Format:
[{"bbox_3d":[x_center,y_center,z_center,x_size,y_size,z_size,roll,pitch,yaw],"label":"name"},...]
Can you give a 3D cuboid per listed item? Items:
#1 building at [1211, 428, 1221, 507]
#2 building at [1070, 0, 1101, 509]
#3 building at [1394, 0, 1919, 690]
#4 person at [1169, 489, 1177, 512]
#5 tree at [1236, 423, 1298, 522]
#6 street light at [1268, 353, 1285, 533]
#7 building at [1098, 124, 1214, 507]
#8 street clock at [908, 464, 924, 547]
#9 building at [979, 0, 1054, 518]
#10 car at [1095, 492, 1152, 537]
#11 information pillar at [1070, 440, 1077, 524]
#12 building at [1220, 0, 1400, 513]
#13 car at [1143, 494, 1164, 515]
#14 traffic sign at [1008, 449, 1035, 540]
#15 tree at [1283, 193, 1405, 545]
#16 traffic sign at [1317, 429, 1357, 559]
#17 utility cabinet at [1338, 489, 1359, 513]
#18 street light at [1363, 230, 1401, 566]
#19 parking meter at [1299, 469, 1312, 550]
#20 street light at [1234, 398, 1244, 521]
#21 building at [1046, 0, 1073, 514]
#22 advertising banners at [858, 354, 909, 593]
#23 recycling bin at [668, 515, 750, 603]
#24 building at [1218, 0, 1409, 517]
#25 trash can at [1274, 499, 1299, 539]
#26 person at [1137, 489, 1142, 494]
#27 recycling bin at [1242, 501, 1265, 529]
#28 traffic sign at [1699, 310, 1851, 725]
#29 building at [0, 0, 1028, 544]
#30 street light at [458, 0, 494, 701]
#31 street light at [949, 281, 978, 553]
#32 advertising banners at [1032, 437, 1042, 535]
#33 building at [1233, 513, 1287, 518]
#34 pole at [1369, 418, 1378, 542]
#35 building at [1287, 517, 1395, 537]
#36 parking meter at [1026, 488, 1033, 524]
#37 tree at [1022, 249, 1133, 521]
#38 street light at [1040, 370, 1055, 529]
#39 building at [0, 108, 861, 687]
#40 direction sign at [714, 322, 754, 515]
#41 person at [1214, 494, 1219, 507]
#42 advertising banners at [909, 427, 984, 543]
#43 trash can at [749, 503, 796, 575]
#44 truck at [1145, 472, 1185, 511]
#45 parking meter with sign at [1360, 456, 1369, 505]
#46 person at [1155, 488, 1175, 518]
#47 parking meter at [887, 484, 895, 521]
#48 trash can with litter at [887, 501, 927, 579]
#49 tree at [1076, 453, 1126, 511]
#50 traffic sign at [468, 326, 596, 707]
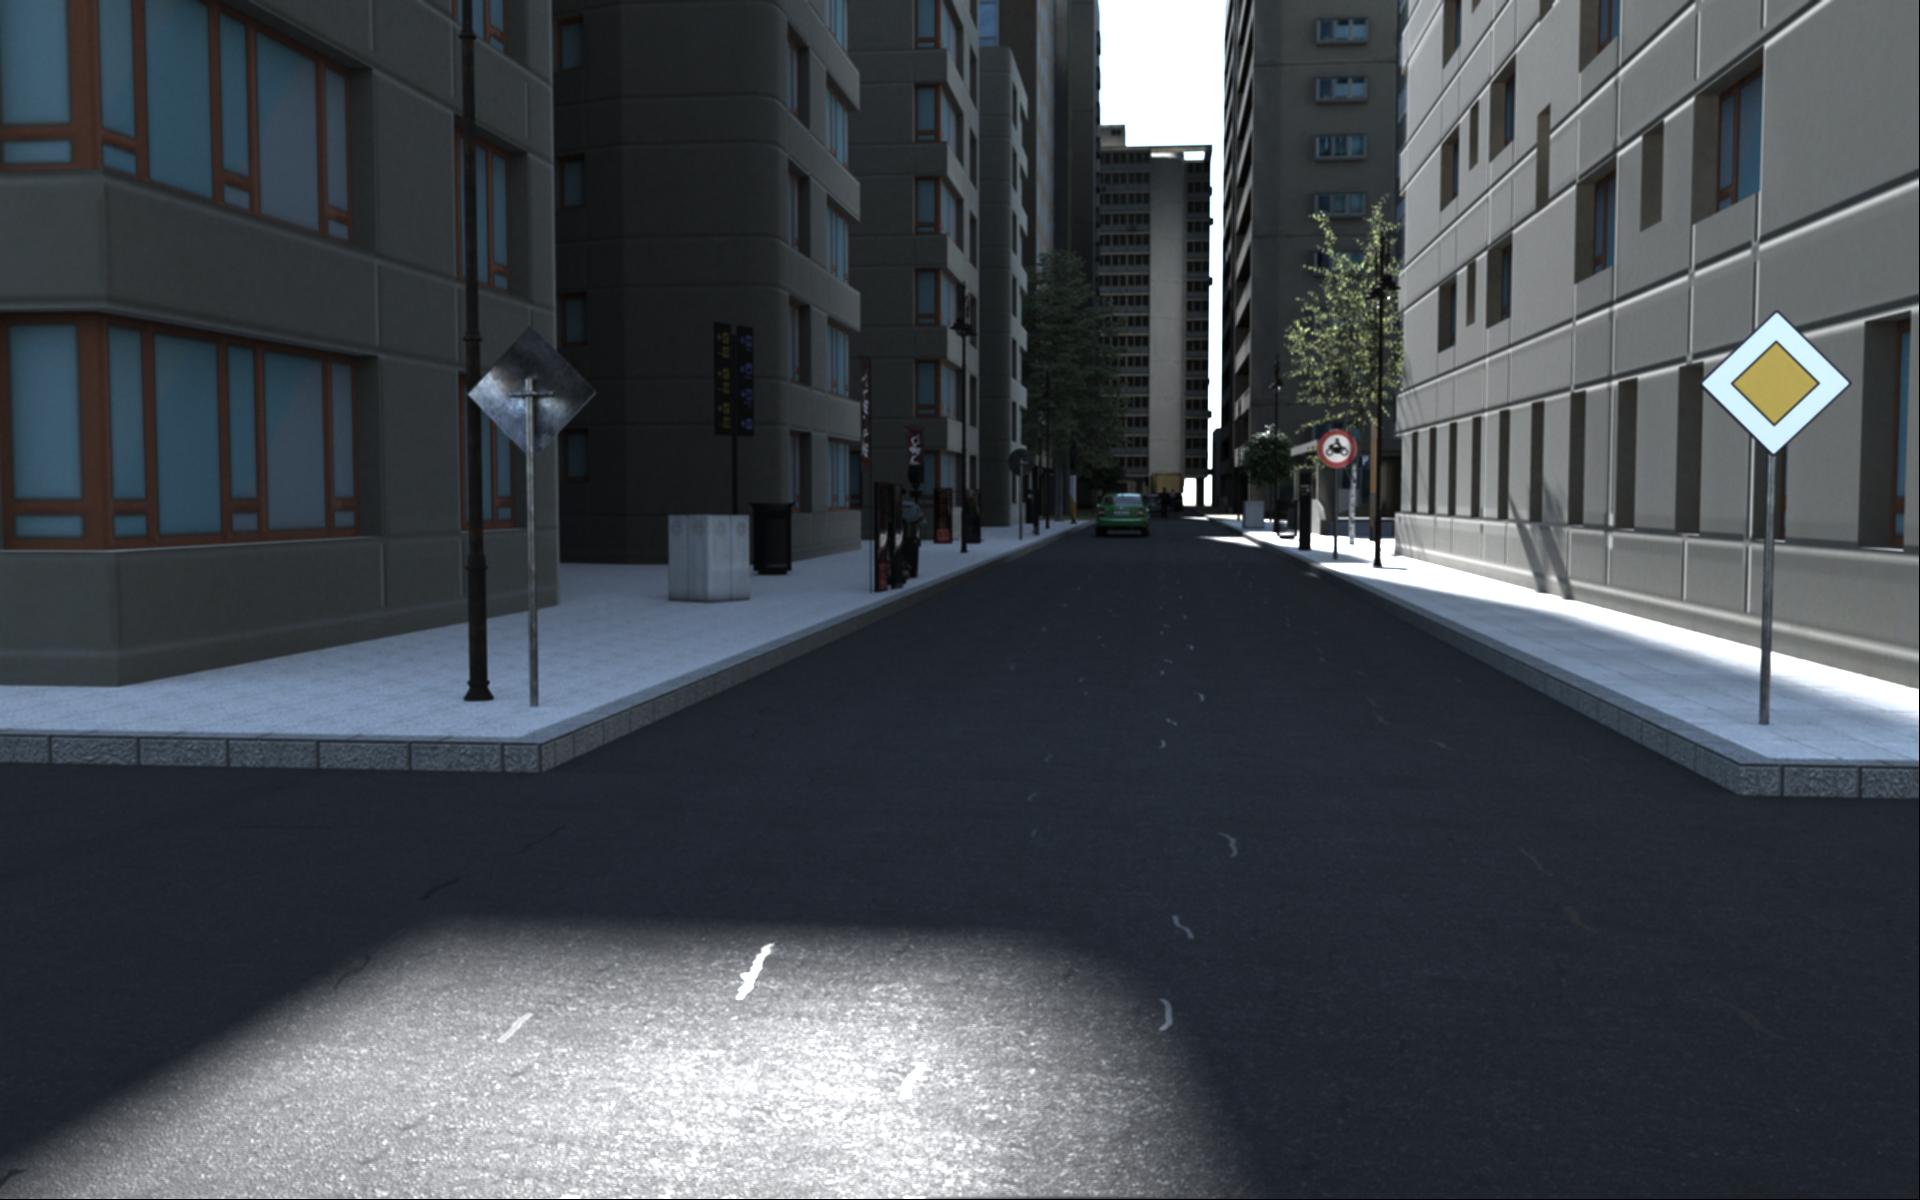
[{"bbox_3d":[41.499,-52.742,174.999,31.000,86.520,22.319,0,4,7],"label":"building"},{"bbox_3d":[1.166,-32.190,150.002,21.600,48.544,21.300,0,4,7],"label":"building"},{"bbox_3d":[21.981,-10.744,20.702,28.899,21.520,27.650,0,4,7],"label":"building"},{"bbox_3d":[16.988,-7.913,137.745,0.709,1.838,0.599,2,4,32],"label":"person"},{"bbox_3d":[14.098,-5.823,78.923,4.285,4.588,4.351,0,3,0],"label":"tree"},{"bbox_3d":[10.405,-5.151,57.003,0.468,5.910,1.993,0,4,7],"label":"street light"},{"bbox_3d":[14.779,-30.143,184.722,23.993,40.220,32.217,0,4,7],"label":"building"},{"bbox_3d":[-1.076,-2.303,42.224,0.358,2.002,0.471,1,4,21],"label":"street clock"},{"bbox_3d":[-2.303,-27.060,92.541,14.600,45.320,14.200,0,4,7],"label":"building"},{"bbox_3d":[5.632,-3.110,59.648,1.959,1.807,4.718,0,4,7],"label":"car"},{"bbox_3d":[4.921,-5.138,75.363,0.183,3.616,0.504,-1,4,-19],"label":"information pillar"},{"bbox_3d":[33.258,-31.947,146.033,21.300,48.544,21.600,0,4,7],"label":"building"},{"bbox_3d":[13.064,-6.456,117.561,2.014,1.417,4.499,0,4,8],"label":"car"},{"bbox_3d":[1.705,-2.963,48.543,0.768,2.556,0.104,1,4,16],"label":"traffic sign"},{"bbox_3d":[9.883,-5.689,43.376,4.360,8.622,3.978,0,3,0],"label":"tree"},{"bbox_3d":[7.379,-2.071,33.967,0.768,2.556,0.104,1,4,8],"label":"traffic sign"},{"bbox_3d":[16.223,-3.937,73.057,1.173,1.500,0.318,-1,4,-15],"label":"utility cabinet"},{"bbox_3d":[7.420,-3.536,30.604,0.468,5.910,1.993,0,4,7],"label":"street light"},{"bbox_3d":[7.872,-2.065,39.479,0.255,1.863,0.399,1,4,16],"label":"parking meter"},{"bbox_3d":[13.507,-6.789,83.795,0.468,5.910,1.993,0,4,7],"label":"street light"},{"bbox_3d":[-0.480,-25.876,106.665,14.154,41.232,14.086,0,4,7],"label":"building"},{"bbox_3d":[-1.030,-1.627,22.787,0.090,3.025,2.074,1,4,14],"label":"advertising banners"},{"bbox_3d":[-3.028,-0.510,20.895,0.722,1.027,0.722,3,4,36],"label":"recycling bin"},{"bbox_3d":[35.064,-26.379,123.176,32.217,40.220,23.993,0,4,7],"label":"building"},{"bbox_3d":[9.386,-2.326,49.681,0.748,1.137,0.748,0,3,0],"label":"trash can"},{"bbox_3d":[10.819,-5.812,104.472,0.756,1.711,0.436,-2,4,-28],"label":"person"},{"bbox_3d":[10.838,-3.145,63.983,0.722,1.027,0.722,0,4,1],"label":"recycling bin"},{"bbox_3d":[4.474,-0.363,9.579,0.795,2.450,0.064,0,4,7],"label":"traffic sign"},{"bbox_3d":[-12.437,-13.345,63.231,27.650,21.520,28.899,0,4,7],"label":"building"},{"bbox_3d":[-3.003,-2.315,10.630,0.468,5.910,1.993,0,4,7],"label":"street light"},{"bbox_3d":[0.086,-3.974,37.762,0.468,5.910,1.993,0,4,7],"label":"street light"},{"bbox_3d":[2.422,-3.558,54.362,0.090,3.025,2.074,0,4,-3],"label":"advertising banners"},{"bbox_3d":[27.282,-29.170,100.635,21.300,48.544,21.600,0,4,7],"label":"building"},{"bbox_3d":[11.187,-3.239,46.797,0.158,3.312,0.155,0,3,0],"label":"pole"},{"bbox_3d":[27.861,-22.334,57.036,32.217,40.220,23.993,0,4,7],"label":"building"},{"bbox_3d":[3.066,-4.106,75.547,0.372,1.533,0.369,0,3,0],"label":"parking meter"},{"bbox_3d":[4.239,-9.969,81.115,7.486,12.596,7.792,0,3,0],"label":"tree"},{"bbox_3d":[3.256,-5.598,64.309,0.468,5.910,1.993,0,4,7],"label":"street light"},{"bbox_3d":[-17.680,-11.114,26.761,27.650,21.520,28.899,0,4,7],"label":"building"},{"bbox_3d":[-3.022,-1.911,23.243,0.379,3.537,0.876,2,4,27],"label":"direction sign"},{"bbox_3d":[24.582,-9.362,164.834,1.065,1.426,0.557,-2,4,-29],"label":"person"},{"bbox_3d":[-0.412,-2.981,44.922,2.074,3.025,0.090,0,4,1],"label":"advertising banners"},{"bbox_3d":[-2.998,-0.979,27.666,0.748,1.137,0.748,0,3,0],"label":"trash can"},{"bbox_3d":[17.783,-9.370,149.130,3.469,3.379,9.791,0,4,5],"label":"truck"},{"bbox_3d":[17.785,-4.710,73.267,0.543,3.016,1.738,-3,5,-42],"label":"parking meter with sign"},{"bbox_3d":[12.297,-5.852,104.209,1.348,1.821,0.705,-1,4,-20],"label":"person"},{"bbox_3d":[-1.712,-2.062,42.128,0.372,1.533,0.369,0,3,0],"label":"parking meter"},{"bbox_3d":[-0.836,-0.918,26.390,0.624,1.170,1.055,0,4,2],"label":"trash can with litter"},{"bbox_3d":[11.192,-9.192,134.010,4.285,4.588,4.351,0,3,0],"label":"tree"},{"bbox_3d":[-2.571,-0.414,10.408,0.795,2.450,0.064,0,4,7],"label":"traffic sign"}]
